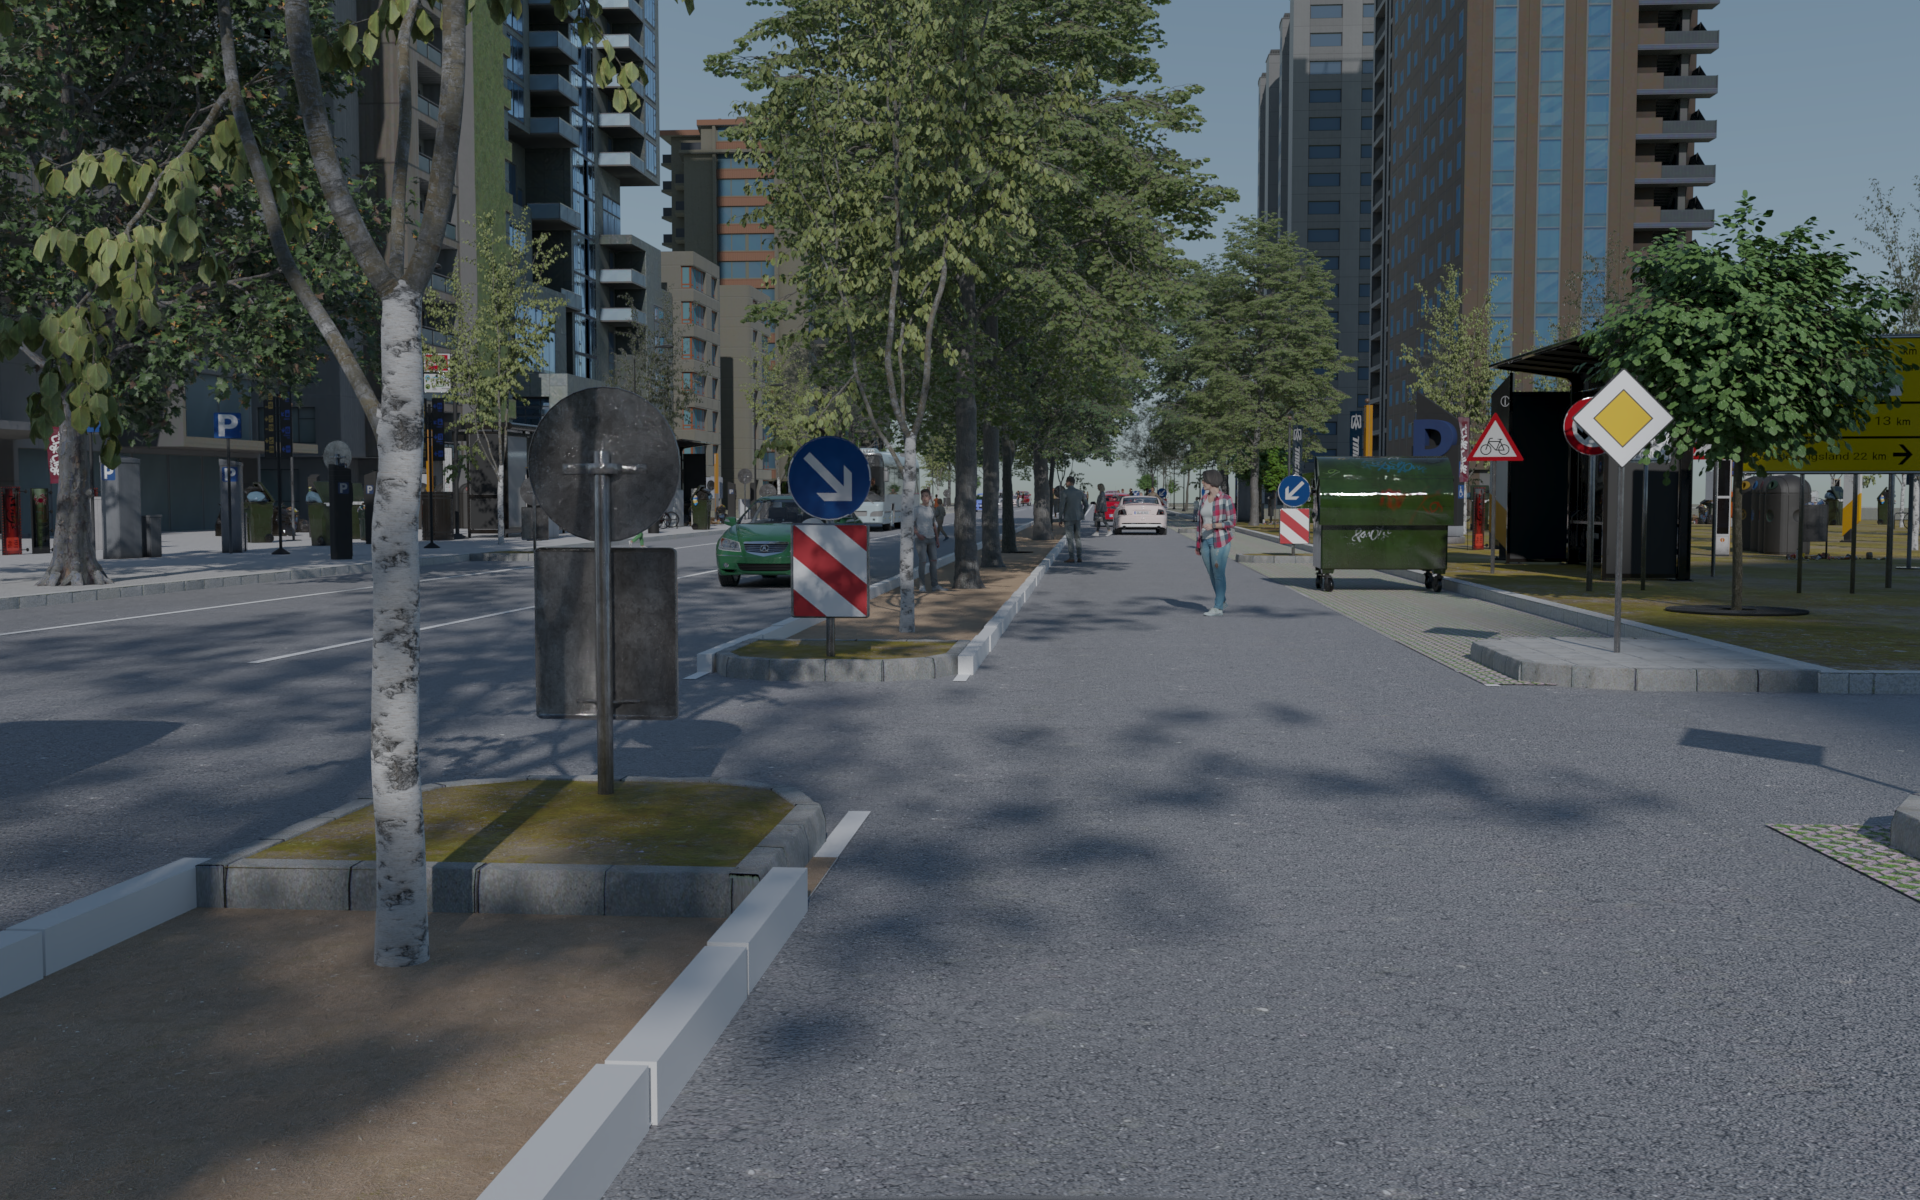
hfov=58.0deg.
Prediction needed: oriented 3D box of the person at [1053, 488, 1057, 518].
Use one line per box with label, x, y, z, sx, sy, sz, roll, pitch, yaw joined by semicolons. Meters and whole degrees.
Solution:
person;5.698;-5.927;105.494;1.348;1.812;0.705;0;3;0

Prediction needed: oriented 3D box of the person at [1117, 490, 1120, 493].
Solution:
person;11.609;-7.228;127.461;1.217;1.735;0.721;2;4;31

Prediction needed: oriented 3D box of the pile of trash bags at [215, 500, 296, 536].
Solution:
pile of trash bags;-21.015;-2.664;53.301;3.447;1.369;1.912;-2;4;-35

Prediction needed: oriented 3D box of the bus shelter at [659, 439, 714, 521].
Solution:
bus shelter;-12.408;-5.226;76.728;1.731;3.624;6.357;0;4;5

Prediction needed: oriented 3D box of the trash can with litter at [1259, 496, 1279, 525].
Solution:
trash can with litter;13.002;-3.801;73.210;1.678;1.210;2.233;1;4;15

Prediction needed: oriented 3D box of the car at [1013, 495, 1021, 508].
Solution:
car;5.577;-10.627;186.108;2.083;1.381;4.827;0;4;3

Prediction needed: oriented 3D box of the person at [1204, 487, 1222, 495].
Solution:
person;6.507;-2.176;44.177;0.679;1.850;0.850;2;4;32

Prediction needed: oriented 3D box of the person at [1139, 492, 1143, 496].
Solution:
person;8.482;-4.272;80.941;0.523;1.515;0.503;2;4;31

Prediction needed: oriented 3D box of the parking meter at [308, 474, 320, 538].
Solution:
parking meter;-19.087;-2.783;51.212;0.255;1.863;0.399;0;4;-3

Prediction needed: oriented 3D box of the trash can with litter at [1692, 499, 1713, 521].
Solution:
trash can with litter;35.576;-4.384;83.066;1.055;1.170;0.624;0;4;2

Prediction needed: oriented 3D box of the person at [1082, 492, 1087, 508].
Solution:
person;11.062;-8.854;154.180;0.541;1.710;0.530;1;4;19

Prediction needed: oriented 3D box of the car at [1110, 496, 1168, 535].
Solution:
car;6.433;-3.043;62.116;2.083;1.381;4.827;0;4;4

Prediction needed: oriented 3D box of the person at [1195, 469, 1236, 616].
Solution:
person;3.039;-0.680;20.457;0.643;1.720;0.563;-2;4;-34

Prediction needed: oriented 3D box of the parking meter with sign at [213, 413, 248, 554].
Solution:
parking meter with sign;-15.933;-2.550;37.950;0.543;3.016;1.738;-1;4;-18

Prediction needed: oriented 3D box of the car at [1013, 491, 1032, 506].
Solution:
car;7.524;-12.281;209.462;2.281;1.827;5.304;0;4;6

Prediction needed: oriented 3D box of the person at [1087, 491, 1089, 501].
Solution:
person;17.859;-14.332;242.925;0.705;1.812;1.348;0;4;-6

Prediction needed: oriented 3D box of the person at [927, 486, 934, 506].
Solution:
person;-1.522;-4.653;84.775;0.606;1.804;0.583;1;4;18

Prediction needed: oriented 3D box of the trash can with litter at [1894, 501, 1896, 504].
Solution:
trash can with litter;45.523;-4.496;84.903;0.624;1.170;1.055;2;4;30

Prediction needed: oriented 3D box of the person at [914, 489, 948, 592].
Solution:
person;-0.475;-0.875;25.394;0.523;1.515;0.503;2;4;25

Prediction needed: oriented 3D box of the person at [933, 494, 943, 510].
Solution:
person;-1.379;-5.440;100.696;1.065;1.426;0.557;-2;4;-33

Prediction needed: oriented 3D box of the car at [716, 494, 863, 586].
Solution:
car;-2.660;-1.011;28.327;2.131;1.459;4.920;0;4;7

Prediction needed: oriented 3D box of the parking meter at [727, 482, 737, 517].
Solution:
parking meter;-10.940;-4.736;83.140;0.399;1.863;0.255;0;4;4

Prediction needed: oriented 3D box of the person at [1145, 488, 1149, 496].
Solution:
person;11.278;-5.838;104.042;0.705;1.812;1.348;0;4;-2

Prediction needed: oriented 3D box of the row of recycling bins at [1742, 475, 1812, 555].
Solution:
row of recycling bins;17.884;-1.894;38.078;1.069;1.692;3.534;1;4;12

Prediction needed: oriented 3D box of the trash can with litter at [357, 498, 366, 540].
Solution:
trash can with litter;-16.050;-2.224;47.744;1.055;1.170;0.624;-1;4;-20

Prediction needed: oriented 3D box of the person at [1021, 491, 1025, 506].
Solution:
person;7.232;-11.741;200.993;0.721;1.766;1.217;1;4;15

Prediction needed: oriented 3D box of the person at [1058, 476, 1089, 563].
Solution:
person;2.359;-1.689;36.219;0.635;1.810;0.391;-2;4;-32

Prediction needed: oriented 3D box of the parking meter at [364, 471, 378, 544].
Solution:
parking meter;-15.059;-2.368;44.434;0.399;1.863;0.255;1;4;21

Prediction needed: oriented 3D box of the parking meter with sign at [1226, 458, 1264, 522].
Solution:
parking meter with sign;13.242;-5.147;80.407;1.738;3.016;0.543;0;4;3

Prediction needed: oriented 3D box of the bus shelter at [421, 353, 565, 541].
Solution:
bus shelter;-13.930;-4.538;51.824;2.179;5.291;8.768;0;4;5

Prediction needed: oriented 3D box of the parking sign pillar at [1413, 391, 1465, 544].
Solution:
parking sign pillar;12.412;-3.457;44.998;1.447;3.967;1.447;3;5;39

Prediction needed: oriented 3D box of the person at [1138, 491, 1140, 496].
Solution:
person;21.225;-12.028;205.021;0.709;1.838;0.599;1;4;21

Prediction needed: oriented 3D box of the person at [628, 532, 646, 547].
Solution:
person;-8.459;-2.001;45.467;0.590;1.304;0.306;-3;4;-37

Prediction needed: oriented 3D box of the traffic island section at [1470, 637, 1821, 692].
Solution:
traffic island section;5.337;0.505;14.027;2.009;0.180;2.903;0;4;5

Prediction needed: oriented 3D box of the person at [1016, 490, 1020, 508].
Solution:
person;6.108;-10.653;182.689;0.705;1.822;1.348;0;4;2

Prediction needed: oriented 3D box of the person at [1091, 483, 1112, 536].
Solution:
person;4.840;-3.083;59.082;0.728;1.800;0.709;0;4;7

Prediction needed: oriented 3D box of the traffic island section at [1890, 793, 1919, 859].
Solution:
traffic island section;4.690;0.992;6.068;2.009;0.180;2.903;0;4;5

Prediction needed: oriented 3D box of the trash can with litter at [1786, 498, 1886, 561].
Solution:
trash can with litter;17.199;-1.402;33.979;2.233;1.210;1.678;0;4;6

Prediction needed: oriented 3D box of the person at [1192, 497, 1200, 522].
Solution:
person;11.982;-4.609;88.142;0.394;1.301;0.425;3;4;38

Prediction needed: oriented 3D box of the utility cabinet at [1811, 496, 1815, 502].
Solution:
utility cabinet;28.700;-2.927;59.017;0.306;1.237;1.020;0;4;-6

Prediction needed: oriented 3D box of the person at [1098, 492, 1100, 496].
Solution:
person;15.735;-11.246;193.158;1.217;1.735;0.721;-3;5;-41

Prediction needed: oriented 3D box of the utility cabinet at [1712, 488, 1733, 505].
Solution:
utility cabinet;29.958;-3.594;67.442;1.173;1.500;0.318;0;4;3

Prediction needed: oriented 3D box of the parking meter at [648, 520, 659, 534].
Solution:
parking meter;-9.981;-2.934;56.385;0.372;1.533;0.369;0;3;0

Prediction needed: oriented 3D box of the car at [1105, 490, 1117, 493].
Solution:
car;15.673;-10.374;178.292;2.281;1.827;5.304;0;4;3

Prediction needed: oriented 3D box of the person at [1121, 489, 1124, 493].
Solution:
person;9.765;-5.800;103.882;0.990;1.755;0.434;1;4;20

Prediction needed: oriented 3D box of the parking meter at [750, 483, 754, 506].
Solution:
parking meter;-10.560;-5.048;88.250;0.255;1.863;0.399;-1;4;-12

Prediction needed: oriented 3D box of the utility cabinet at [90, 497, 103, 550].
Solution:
utility cabinet;-19.656;-1.781;40.273;1.020;1.237;0.306;-3;4;-39

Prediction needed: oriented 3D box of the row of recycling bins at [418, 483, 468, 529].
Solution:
row of recycling bins;-18.569;-3.472;63.876;3.534;1.692;1.069;-3;4;-37

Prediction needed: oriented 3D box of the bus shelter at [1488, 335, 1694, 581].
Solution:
bus shelter;10.247;-2.278;28.527;1.731;3.624;6.357;0;4;4

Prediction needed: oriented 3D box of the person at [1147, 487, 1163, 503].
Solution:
person;10.225;-5.109;92.035;1.348;1.823;0.705;2;4;31

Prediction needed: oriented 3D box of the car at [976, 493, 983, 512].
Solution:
car;1.955;-7.940;139.405;1.945;1.707;3.694;0;4;4

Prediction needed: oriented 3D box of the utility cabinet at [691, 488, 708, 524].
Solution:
utility cabinet;-11.285;-4.066;75.158;0.318;1.500;1.173;1;4;11

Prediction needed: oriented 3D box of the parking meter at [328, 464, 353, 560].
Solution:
parking meter;-12.132;-1.728;33.963;0.255;1.863;0.399;3;5;42

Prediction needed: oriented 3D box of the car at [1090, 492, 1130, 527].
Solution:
car;6.820;-4.115;76.318;2.155;1.783;4.494;0;4;4

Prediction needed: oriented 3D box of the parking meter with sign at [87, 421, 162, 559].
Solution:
parking meter with sign;-16.630;-2.331;34.375;0.543;3.016;1.738;1;4;14

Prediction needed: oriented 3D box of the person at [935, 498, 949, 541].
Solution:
person;-0.612;-2.440;52.659;0.640;1.303;0.475;2;4;24

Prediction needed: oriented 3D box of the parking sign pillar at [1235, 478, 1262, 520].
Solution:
parking sign pillar;14.065;-5.866;84.375;1.447;3.967;1.447;-1;4;-23

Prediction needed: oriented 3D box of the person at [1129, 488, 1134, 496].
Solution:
person;11.196;-6.432;113.759;0.705;1.812;1.348;-1;4;-17
